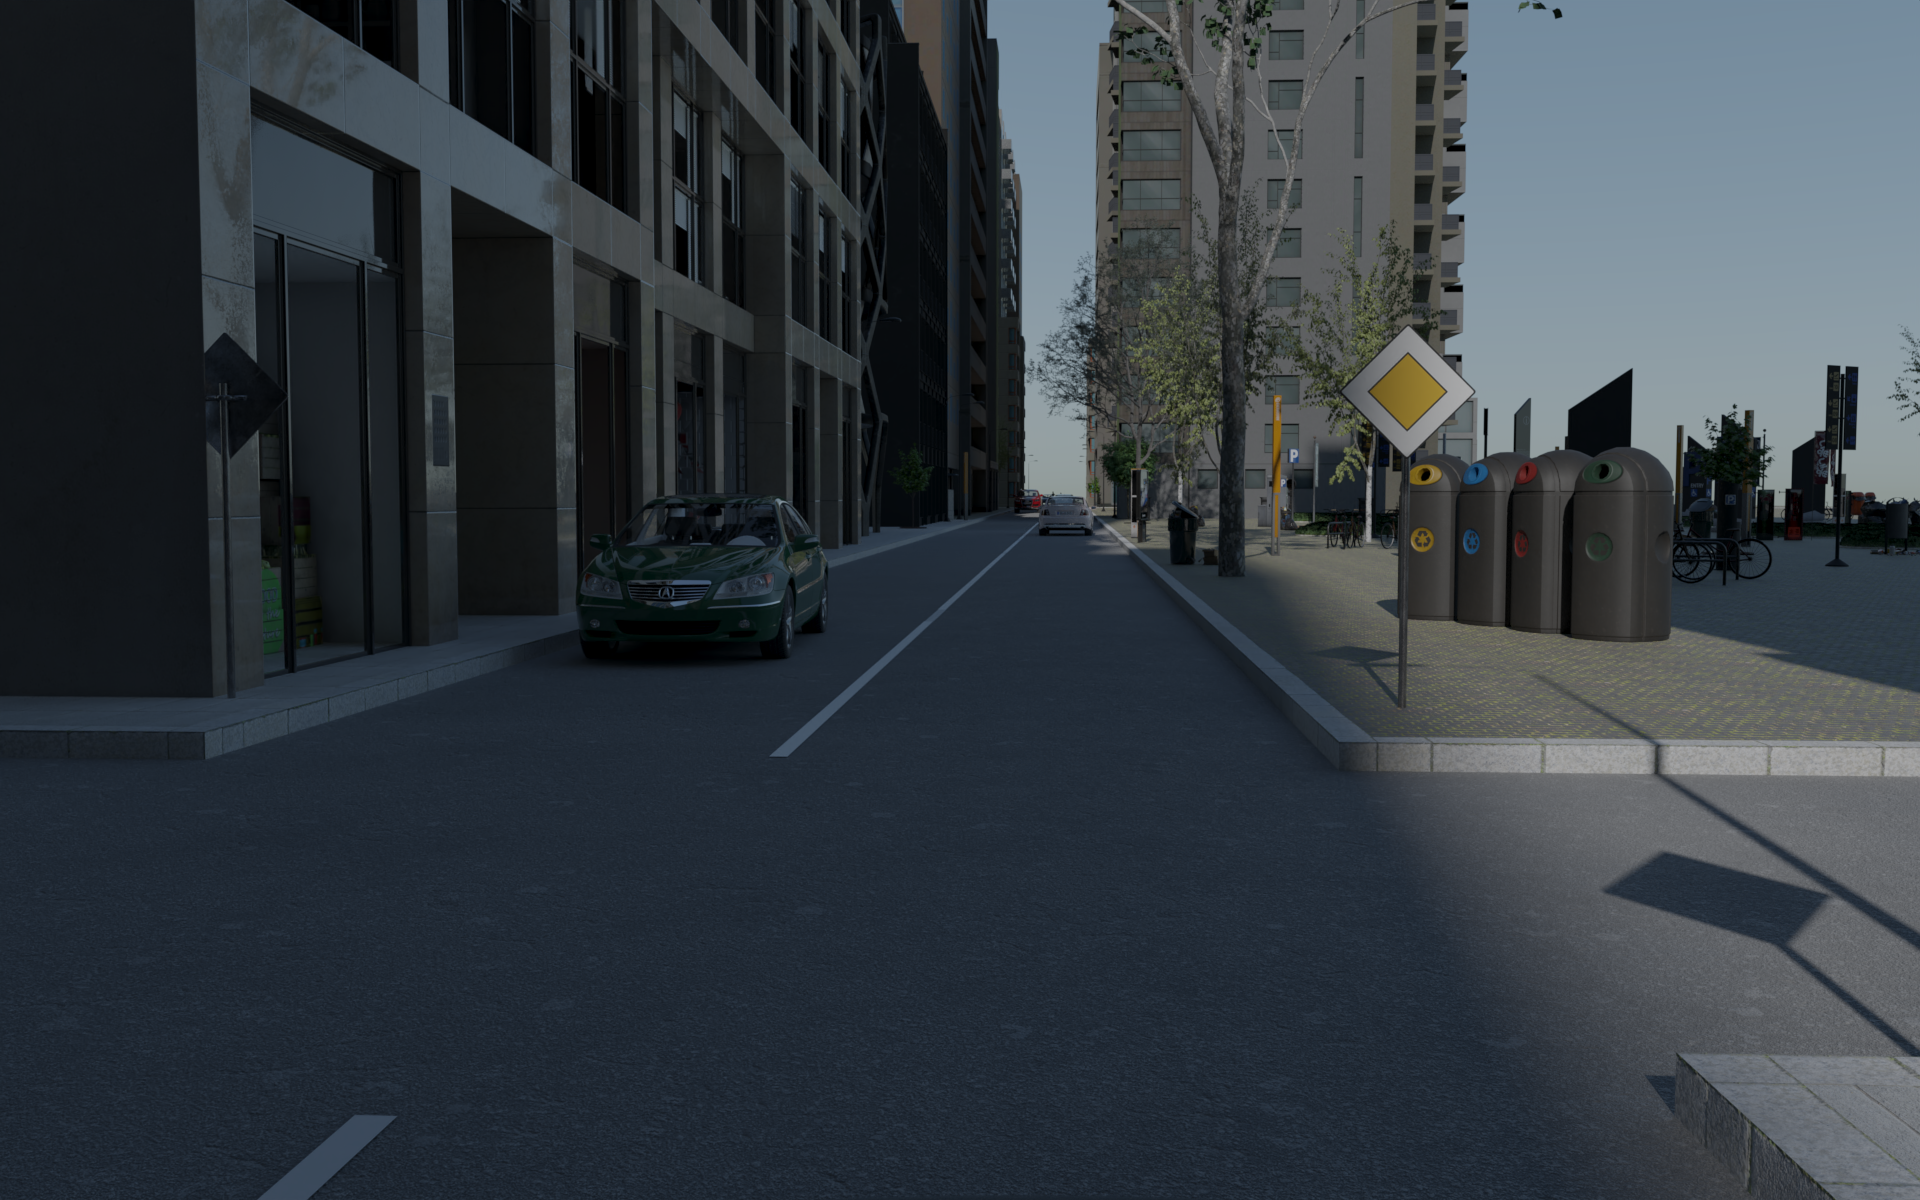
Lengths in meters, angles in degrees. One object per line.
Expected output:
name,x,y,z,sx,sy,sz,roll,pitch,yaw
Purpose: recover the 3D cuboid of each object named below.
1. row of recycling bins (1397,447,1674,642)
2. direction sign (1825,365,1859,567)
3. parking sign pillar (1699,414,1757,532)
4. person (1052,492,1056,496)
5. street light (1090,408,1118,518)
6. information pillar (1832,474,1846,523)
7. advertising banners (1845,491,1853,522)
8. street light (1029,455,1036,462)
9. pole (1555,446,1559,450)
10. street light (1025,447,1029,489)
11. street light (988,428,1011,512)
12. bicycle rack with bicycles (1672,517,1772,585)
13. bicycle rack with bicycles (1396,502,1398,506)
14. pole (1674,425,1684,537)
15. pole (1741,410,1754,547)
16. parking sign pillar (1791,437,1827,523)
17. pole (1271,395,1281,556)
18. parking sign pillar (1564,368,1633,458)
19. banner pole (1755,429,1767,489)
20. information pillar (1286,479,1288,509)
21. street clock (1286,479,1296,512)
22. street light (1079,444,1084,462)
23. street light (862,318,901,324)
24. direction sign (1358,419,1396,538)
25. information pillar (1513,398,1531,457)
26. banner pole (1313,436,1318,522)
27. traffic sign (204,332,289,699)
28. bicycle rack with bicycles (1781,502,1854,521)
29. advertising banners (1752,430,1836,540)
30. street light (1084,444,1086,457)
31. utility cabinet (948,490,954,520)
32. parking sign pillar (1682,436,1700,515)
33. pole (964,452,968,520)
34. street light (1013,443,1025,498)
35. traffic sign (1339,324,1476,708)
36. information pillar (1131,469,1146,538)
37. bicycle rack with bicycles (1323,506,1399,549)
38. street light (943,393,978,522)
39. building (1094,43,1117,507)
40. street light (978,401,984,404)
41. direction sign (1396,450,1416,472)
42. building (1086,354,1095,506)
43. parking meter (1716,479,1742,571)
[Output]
row of recycling bins,5.442,-0.582,16.629,1.069,1.692,3.534,-1,4,-20
direction sign,15.562,-2.363,30.628,0.876,3.537,0.379,-2,4,-31
parking sign pillar,25.942,-4.249,57.938,1.447,3.967,1.447,-2,4,-30
person,13.030,-14.346,243.067,1.348,1.822,0.705,-2,4,-30
street light,7.753,-7.352,92.744,1.470,5.913,1.316,0,4,4
information pillar,31.445,-3.514,61.951,0.304,2.012,0.304,-2,4,-28
advertising banners,32.600,-4.155,64.119,0.090,3.025,2.074,0,4,6
street light,7.974,-14.198,204.672,1.470,5.913,1.316,0,4,4
pole,25.478,-4.902,73.988,0.158,3.312,0.155,0,3,0
street light,5.784,-12.077,170.006,1.470,5.913,1.316,0,4,4
street light,2.652,-9.155,122.230,1.470,5.913,1.316,0,4,4
bicycle rack with bicycles,10.338,-0.754,25.703,2.925,0.926,2.852,2,4,31
bicycle rack with bicycles,19.409,-3.734,74.440,2.925,0.926,2.852,0,4,-2
pole,21.258,-3.509,51.207,0.158,3.312,0.155,0,3,0
pole,19.127,-2.949,42.059,0.158,3.312,0.155,0,3,0
parking sign pillar,35.368,-5.119,72.174,1.447,3.967,1.447,2,4,27
pole,6.557,-2.573,35.906,0.158,3.312,0.155,0,3,0
parking sign pillar,13.734,-2.988,37.329,1.447,3.967,1.447,0,4,7
banner pole,30.731,-4.688,66.664,0.401,3.779,0.863,-2,4,-24
information pillar,15.526,-4.806,83.066,0.304,2.012,0.304,2,4,29
street clock,15.744,-4.762,82.425,0.471,2.002,0.358,2,4,27
street light,12.060,-11.556,161.488,1.470,5.913,1.316,0,4,4
street light,-2.249,-4.477,45.741,1.470,5.913,1.316,0,4,4
direction sign,12.080,-3.571,50.383,0.876,3.537,0.379,3,5,39
information pillar,13.663,-3.105,42.120,0.504,3.616,0.183,-2,4,-26
banner pole,15.329,-5.176,74.644,0.401,3.779,0.863,2,4,26
traffic sign,-4.575,-0.439,10.821,0.795,2.450,0.064,0,4,4
bicycle rack with bicycles,40.018,-4.146,81.170,2.925,0.926,2.852,3,5,40
advertising banners,23.016,-3.158,47.817,2.074,3.025,0.090,0,4,7
street light,9.995,-9.446,126.982,1.470,5.913,1.316,0,4,4
utility cabinet,-0.643,-4.627,84.336,0.318,1.500,1.173,-1,4,-21
parking sign pillar,33.731,-5.551,79.233,1.447,3.967,1.447,-2,4,-28
pole,0.285,-5.537,84.365,0.158,3.312,0.155,0,3,0
street light,4.899,-11.270,156.802,1.470,5.913,1.316,0,4,4
traffic sign,2.653,-0.410,10.342,0.795,2.450,0.064,0,4,4
information pillar,5.163,-2.794,50.171,0.304,2.012,0.304,-2,4,-35
bicycle rack with bicycles,9.678,-1.684,40.923,2.852,0.926,2.925,2,4,34
street light,-0.059,-6.571,79.982,1.470,5.913,1.316,0,4,4
building,24.820,-33.973,179.154,21.300,48.544,21.600,0,4,4
street light,0.517,-7.002,87.027,1.470,5.913,1.316,0,4,4
direction sign,15.450,-4.177,60.283,0.876,3.537,0.379,3,5,41
building,28.938,-22.028,205.195,27.650,21.520,28.899,0,4,4
parking meter,12.923,-1.266,29.111,0.372,1.533,0.369,0,3,0
